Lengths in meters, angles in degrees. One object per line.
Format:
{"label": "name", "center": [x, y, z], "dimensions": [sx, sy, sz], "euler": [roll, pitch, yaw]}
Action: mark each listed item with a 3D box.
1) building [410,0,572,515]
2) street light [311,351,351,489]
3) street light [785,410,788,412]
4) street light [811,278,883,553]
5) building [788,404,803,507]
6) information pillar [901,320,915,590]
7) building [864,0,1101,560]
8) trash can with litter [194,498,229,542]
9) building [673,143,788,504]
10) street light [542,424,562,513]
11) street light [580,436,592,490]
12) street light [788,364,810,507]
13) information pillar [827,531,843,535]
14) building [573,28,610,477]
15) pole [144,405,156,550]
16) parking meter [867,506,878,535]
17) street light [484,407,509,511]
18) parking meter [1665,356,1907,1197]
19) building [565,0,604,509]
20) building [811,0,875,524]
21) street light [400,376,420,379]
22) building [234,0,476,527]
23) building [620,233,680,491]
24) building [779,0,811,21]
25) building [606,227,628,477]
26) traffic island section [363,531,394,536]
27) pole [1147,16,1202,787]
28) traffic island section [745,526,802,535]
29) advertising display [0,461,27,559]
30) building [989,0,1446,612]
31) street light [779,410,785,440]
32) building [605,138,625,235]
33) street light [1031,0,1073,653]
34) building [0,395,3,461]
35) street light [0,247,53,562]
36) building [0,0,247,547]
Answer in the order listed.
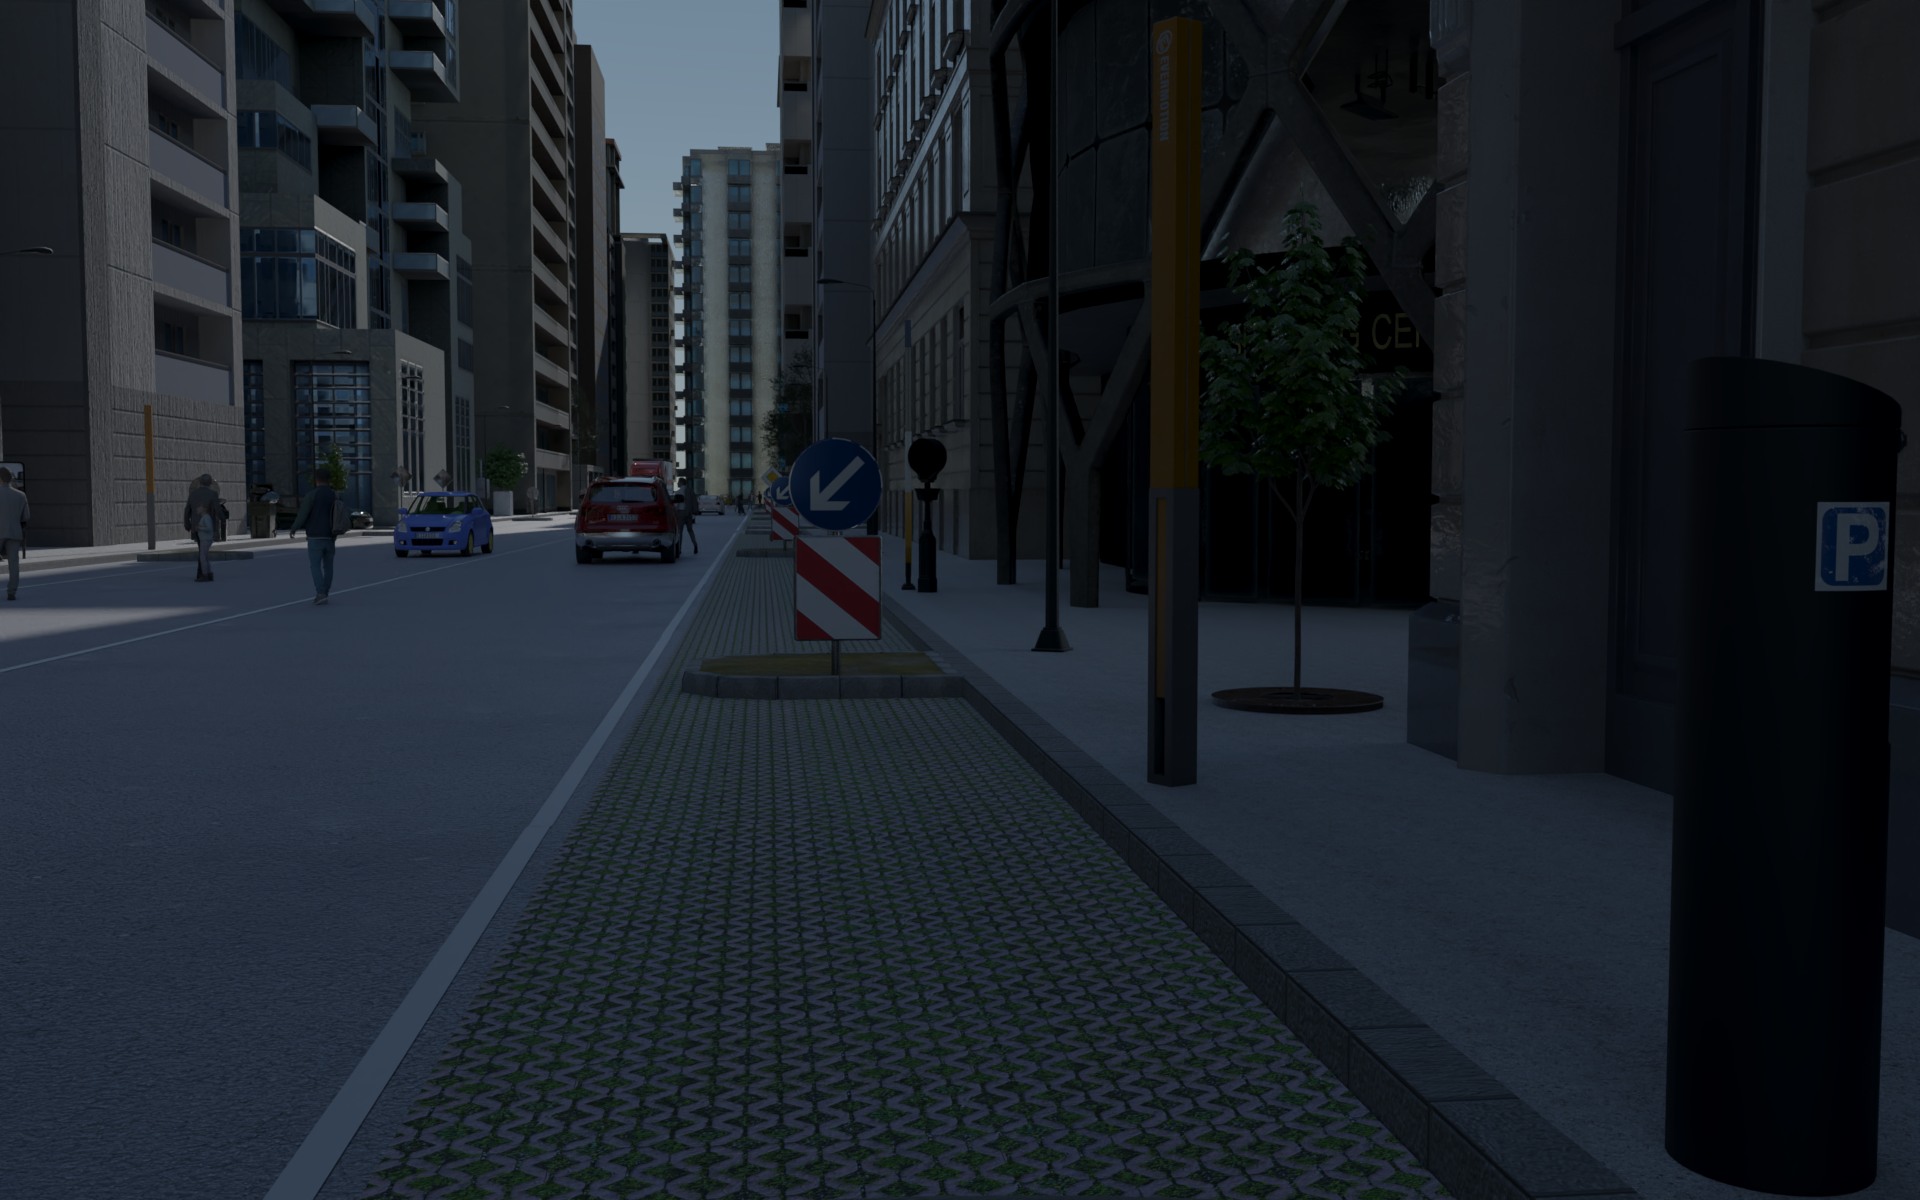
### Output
{"label": "building", "center": [-38.009, -30.035, 114.770], "dimensions": [21.300, 48.544, 21.600], "euler": [0, 4, -7]}
{"label": "street light", "center": [-20.421, -5.117, 56.212], "dimensions": [1.470, 5.913, 1.316], "euler": [0, 4, -7]}
{"label": "street light", "center": [-6.460, -6.110, 72.439], "dimensions": [1.470, 5.913, 1.316], "euler": [0, 4, -7]}
{"label": "street light", "center": [-2.388, -3.972, 37.485], "dimensions": [1.470, 5.913, 1.316], "euler": [0, 4, -7]}
{"label": "building", "center": [-5.873, -33.254, 167.402], "dimensions": [21.300, 48.544, 21.600], "euler": [0, 4, -7]}
{"label": "information pillar", "center": [-0.692, -1.943, 23.115], "dimensions": [0.183, 3.616, 0.504], "euler": [0, 4, -2]}
{"label": "building", "center": [5.772, -13.131, 47.982], "dimensions": [16.112, 22.955, 30.059], "euler": [0, 4, -7]}
{"label": "trash can with litter", "center": [-20.082, -2.135, 46.290], "dimensions": [1.055, 1.170, 0.624], "euler": [1, 4, 16]}
{"label": "building", "center": [-23.816, -37.890, 239.115], "dimensions": [30.456, 49.044, 23.786], "euler": [0, 4, -7]}
{"label": "street light", "center": [-27.232, -8.745, 115.518], "dimensions": [1.470, 5.913, 1.316], "euler": [0, 4, -7]}
{"label": "street light", "center": [-30.007, -10.202, 139.345], "dimensions": [1.470, 5.913, 1.316], "euler": [0, 4, -7]}
{"label": "street light", "center": [-5.301, -5.475, 62.056], "dimensions": [1.470, 5.913, 1.316], "euler": [0, 4, -7]}
{"label": "information pillar", "center": [-3.320, -2.536, 45.958], "dimensions": [0.304, 2.012, 0.304], "euler": [2, 4, 32]}
{"label": "building", "center": [-42.218, -31.781, 169.730], "dimensions": [14.600, 45.320, 14.200], "euler": [0, 4, -7]}
{"label": "pole", "center": [-18.617, -2.811, 39.809], "dimensions": [0.158, 3.312, 0.155], "euler": [0, 3, 0]}
{"label": "parking meter", "center": [-2.375, -2.522, 46.938], "dimensions": [0.255, 1.863, 0.399], "euler": [1, 4, 9]}
{"label": "street light", "center": [-24.646, -7.305, 91.985], "dimensions": [1.470, 5.913, 1.316], "euler": [0, 4, -7]}
{"label": "parking meter", "center": [1.560, 0.313, 3.296], "dimensions": [0.372, 1.533, 0.369], "euler": [0, 3, 0]}
{"label": "building", "center": [-42.352, -43.620, 151.439], "dimensions": [20.563, 71.187, 20.611], "euler": [0, 4, -7]}
{"label": "building", "center": [7.555, -32.848, 79.064], "dimensions": [28.212, 58.520, 21.231], "euler": [0, 4, -7]}
{"label": "street light", "center": [-21.900, -5.847, 68.144], "dimensions": [1.470, 5.913, 1.316], "euler": [0, 4, -7]}
{"label": "building", "center": [-34.887, -46.901, 79.508], "dimensions": [22.319, 86.520, 31.000], "euler": [0, 4, -7]}
{"label": "building", "center": [-51.679, -33.544, 240.332], "dimensions": [23.993, 40.220, 32.217], "euler": [0, 4, -7]}
{"label": "building", "center": [0.496, -32.846, 126.273], "dimensions": [28.713, 52.752, 27.495], "euler": [0, 4, -7]}
{"label": "building", "center": [-43.214, -25.266, 184.795], "dimensions": [14.160, 30.474, 14.107], "euler": [0, 4, -7]}
{"label": "traffic island section", "center": [-19.543, -2.344, 60.598], "dimensions": [2.009, 0.180, 2.903], "euler": [0, 4, -7]}
{"label": "pole", "center": [0.940, -0.840, 7.581], "dimensions": [0.158, 3.312, 0.155], "euler": [0, 3, 0]}
{"label": "traffic island section", "center": [-6.685, -2.433, 62.060], "dimensions": [2.009, 0.180, 2.903], "euler": [0, 4, -7]}
{"label": "advertising display", "center": [-18.848, -1.756, 33.932], "dimensions": [0.974, 1.923, 0.123], "euler": [-2, 4, -35]}
{"label": "building", "center": [8.686, -9.574, 23.992], "dimensions": [16.820, 18.784, 16.811], "euler": [0, 4, -7]}
{"label": "street light", "center": [-9.131, -7.549, 95.962], "dimensions": [1.470, 5.913, 1.316], "euler": [0, 4, -7]}
{"label": "building", "center": [-53.067, -33.675, 205.202], "dimensions": [28.867, 44.769, 22.147], "euler": [0, 4, -7]}
{"label": "street light", "center": [0.217, -2.533, 13.954], "dimensions": [1.470, 5.913, 1.316], "euler": [0, 4, -7]}
{"label": "building", "center": [-26.997, -15.751, 29.233], "dimensions": [14.160, 30.474, 14.107], "euler": [0, 4, -7]}
{"label": "street light", "center": [-17.773, -3.679, 32.686], "dimensions": [1.470, 5.913, 1.316], "euler": [0, 4, -7]}
{"label": "building", "center": [-36.000, -30.891, 47.075], "dimensions": [28.212, 58.520, 21.231], "euler": [0, 4, -7]}
